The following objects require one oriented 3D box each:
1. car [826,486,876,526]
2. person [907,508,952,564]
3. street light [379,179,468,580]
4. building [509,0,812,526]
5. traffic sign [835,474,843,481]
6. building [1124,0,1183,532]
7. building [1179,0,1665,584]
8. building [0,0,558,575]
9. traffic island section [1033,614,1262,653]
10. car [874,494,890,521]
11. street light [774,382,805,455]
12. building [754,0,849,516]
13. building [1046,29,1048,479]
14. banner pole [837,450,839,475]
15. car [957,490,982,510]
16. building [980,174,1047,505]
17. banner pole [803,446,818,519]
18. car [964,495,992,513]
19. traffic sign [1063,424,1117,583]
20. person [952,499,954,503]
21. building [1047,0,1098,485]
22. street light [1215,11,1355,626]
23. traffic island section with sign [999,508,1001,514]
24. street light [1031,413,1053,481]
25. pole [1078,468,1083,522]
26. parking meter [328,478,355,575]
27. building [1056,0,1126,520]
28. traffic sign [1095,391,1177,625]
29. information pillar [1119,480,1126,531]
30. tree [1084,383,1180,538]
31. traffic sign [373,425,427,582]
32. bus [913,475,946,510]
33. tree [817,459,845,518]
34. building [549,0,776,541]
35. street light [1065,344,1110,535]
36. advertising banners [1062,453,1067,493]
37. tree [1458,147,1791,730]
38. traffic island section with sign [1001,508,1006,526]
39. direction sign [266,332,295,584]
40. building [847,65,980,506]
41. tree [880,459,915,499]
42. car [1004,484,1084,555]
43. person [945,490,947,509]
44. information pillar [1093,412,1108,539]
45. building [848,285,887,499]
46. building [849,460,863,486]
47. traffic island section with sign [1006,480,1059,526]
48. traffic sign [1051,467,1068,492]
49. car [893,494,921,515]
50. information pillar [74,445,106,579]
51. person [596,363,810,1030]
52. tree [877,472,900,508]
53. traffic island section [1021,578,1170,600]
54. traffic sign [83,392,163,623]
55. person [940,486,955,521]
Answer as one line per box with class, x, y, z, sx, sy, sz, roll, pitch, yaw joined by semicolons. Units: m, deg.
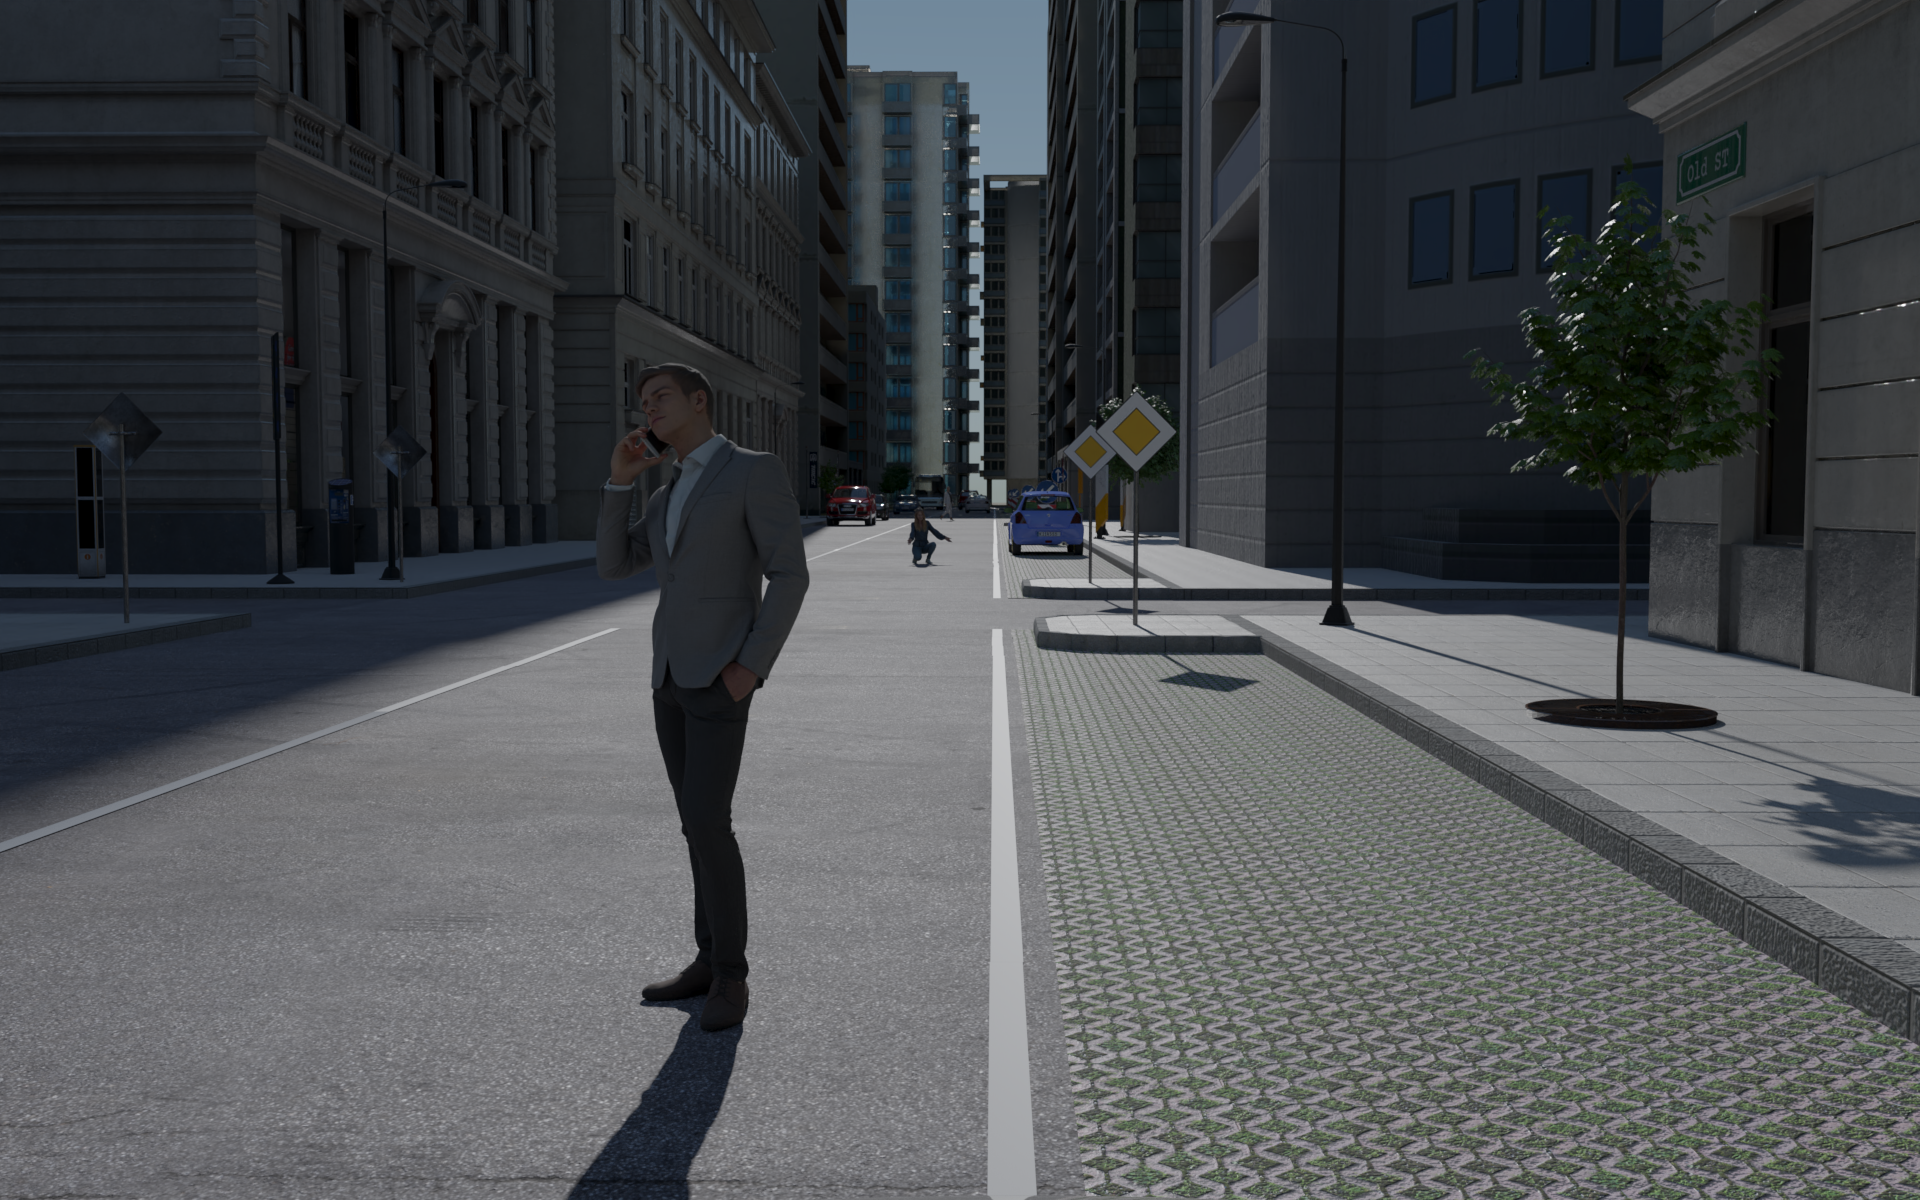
car;-4.969;-4.341;79.647;2.281;1.827;5.304;0;4;1
person;-0.672;-1.326;35.680;1.012;1.151;0.738;-1;4;-14
street light;-7.964;-3.253;25.734;1.470;5.913;1.316;0;4;1
building;-13.867;-15.735;86.150;11.050;23.489;19.941;0;4;1
traffic sign;-6.820;-5.791;95.864;0.795;2.450;0.064;0;4;2
building;12.993;-17.884;64.105;14.160;30.474;14.107;0;4;1
building;19.370;-29.998;32.460;28.212;58.520;21.231;0;4;1
building;-15.644;-12.679;36.177;11.050;23.489;19.941;0;4;1
traffic island section;1.740;0.323;17.004;2.009;0.180;2.903;0;4;1
car;-4.822;-5.197;94.754;2.009;1.686;4.222;0;4;1
street light;-7.106;-6.069;71.762;1.470;5.913;1.316;0;4;1
building;-18.716;-29.801;110.941;21.300;48.544;21.600;0;4;1
building;15.719;-31.603;166.820;14.600;45.320;14.200;0;4;1
banner pole;-6.953;-6.644;98.646;0.401;3.779;0.863;0;4;2
car;0.891;-9.085;157.220;2.281;1.827;5.304;0;4;2
building;14.305;-31.049;199.524;23.993;40.220;32.217;0;4;1
banner pole;-7.740;-6.103;89.805;0.863;3.779;0.401;1;4;23
car;1.339;-7.169;129.578;2.083;1.381;4.827;0;4;1
traffic sign;1.874;-1.301;24.910;0.795;2.450;0.064;0;4;1
person;-0.908;-8.211;146.004;1.065;1.426;0.557;3;5;40
building;17.736;-31.190;133.665;21.300;48.544;21.600;0;4;1
street light;3.161;-2.710;16.849;1.470;5.913;1.316;0;4;1
traffic island section with sign;3.925;-7.223;126.722;1.989;1.847;2.006;0;4;1
street light;4.754;-7.751;99.272;1.470;5.913;1.316;0;4;1
pole;4.999;-4.771;71.847;0.158;3.312;0.155;0;3;0
parking meter;-9.888;-1.179;27.686;0.372;1.533;0.369;0;3;0
building;15.644;-39.748;88.127;20.563;71.187;20.611;0;4;1
traffic sign;1.717;-0.812;16.927;0.795;2.450;0.064;0;4;1
information pillar;5.635;-4.186;59.790;0.183;3.616;0.504;1;4;20
tree;5.237;-4.137;51.361;4.285;4.588;4.351;0;3;0
traffic sign;-8.117;-1.314;25.128;0.795;2.450;0.064;0;4;1
bus;-2.749;-9.966;157.803;2.948;3.499;13.247;0;4;-1
tree;-7.037;-6.111;94.521;1.663;3.219;1.824;0;3;0
building;-16.348;-13.938;61.166;16.112;22.955;30.059;0;4;1
street light;3.948;-4.971;53.822;1.470;5.913;1.316;0;4;1
advertising banners;4.456;-4.748;73.815;0.090;3.025;2.074;0;4;-1
tree;3.651;-0.931;9.829;1.663;3.219;1.824;0;3;0
traffic island section with sign;2.941;-4.191;77.144;1.989;1.847;2.006;0;4;1
direction sign;-9.718;-1.998;24.667;0.379;3.537;0.876;-2;4;-26
building;-12.991;-35.275;196.361;30.456;49.044;23.786;0;4;1
tree;-5.890;-11.016;163.821;4.285;4.588;4.351;0;3;0
car;2.026;-1.952;41.508;1.945;1.707;3.694;0;4;0
person;-1.302;-9.999;171.981;0.705;1.824;1.348;2;4;27
information pillar;4.034;-3.546;49.326;0.183;3.616;0.504;-2;4;-34
building;-22.142;-19.367;161.687;28.899;21.520;27.650;0;4;1
building;-18.016;-42.390;131.330;20.563;71.187;20.611;0;4;1
traffic island section with sign;2.400;-2.542;50.194;1.989;1.847;2.006;0;4;1
traffic sign;4.724;-5.024;82.248;0.768;2.556;0.104;1;4;9
car;-3.740;-6.784;122.921;2.014;1.417;4.499;0;4;3
information pillar;-13.165;-1.328;26.212;0.304;2.012;0.304;0;4;-5
person;-0.729;0.234;4.850;0.473;1.802;0.592;-2;4;-32
tree;-6.357;-9.927;156.902;1.663;3.219;1.824;0;3;0
traffic island section;1.898;-0.166;24.987;2.009;0.180;2.903;0;4;1
traffic sign;-8.275;-0.826;17.144;0.795;2.450;0.064;0;4;1
person;-0.685;-5.190;93.232;0.818;1.842;0.514;1;4;15
